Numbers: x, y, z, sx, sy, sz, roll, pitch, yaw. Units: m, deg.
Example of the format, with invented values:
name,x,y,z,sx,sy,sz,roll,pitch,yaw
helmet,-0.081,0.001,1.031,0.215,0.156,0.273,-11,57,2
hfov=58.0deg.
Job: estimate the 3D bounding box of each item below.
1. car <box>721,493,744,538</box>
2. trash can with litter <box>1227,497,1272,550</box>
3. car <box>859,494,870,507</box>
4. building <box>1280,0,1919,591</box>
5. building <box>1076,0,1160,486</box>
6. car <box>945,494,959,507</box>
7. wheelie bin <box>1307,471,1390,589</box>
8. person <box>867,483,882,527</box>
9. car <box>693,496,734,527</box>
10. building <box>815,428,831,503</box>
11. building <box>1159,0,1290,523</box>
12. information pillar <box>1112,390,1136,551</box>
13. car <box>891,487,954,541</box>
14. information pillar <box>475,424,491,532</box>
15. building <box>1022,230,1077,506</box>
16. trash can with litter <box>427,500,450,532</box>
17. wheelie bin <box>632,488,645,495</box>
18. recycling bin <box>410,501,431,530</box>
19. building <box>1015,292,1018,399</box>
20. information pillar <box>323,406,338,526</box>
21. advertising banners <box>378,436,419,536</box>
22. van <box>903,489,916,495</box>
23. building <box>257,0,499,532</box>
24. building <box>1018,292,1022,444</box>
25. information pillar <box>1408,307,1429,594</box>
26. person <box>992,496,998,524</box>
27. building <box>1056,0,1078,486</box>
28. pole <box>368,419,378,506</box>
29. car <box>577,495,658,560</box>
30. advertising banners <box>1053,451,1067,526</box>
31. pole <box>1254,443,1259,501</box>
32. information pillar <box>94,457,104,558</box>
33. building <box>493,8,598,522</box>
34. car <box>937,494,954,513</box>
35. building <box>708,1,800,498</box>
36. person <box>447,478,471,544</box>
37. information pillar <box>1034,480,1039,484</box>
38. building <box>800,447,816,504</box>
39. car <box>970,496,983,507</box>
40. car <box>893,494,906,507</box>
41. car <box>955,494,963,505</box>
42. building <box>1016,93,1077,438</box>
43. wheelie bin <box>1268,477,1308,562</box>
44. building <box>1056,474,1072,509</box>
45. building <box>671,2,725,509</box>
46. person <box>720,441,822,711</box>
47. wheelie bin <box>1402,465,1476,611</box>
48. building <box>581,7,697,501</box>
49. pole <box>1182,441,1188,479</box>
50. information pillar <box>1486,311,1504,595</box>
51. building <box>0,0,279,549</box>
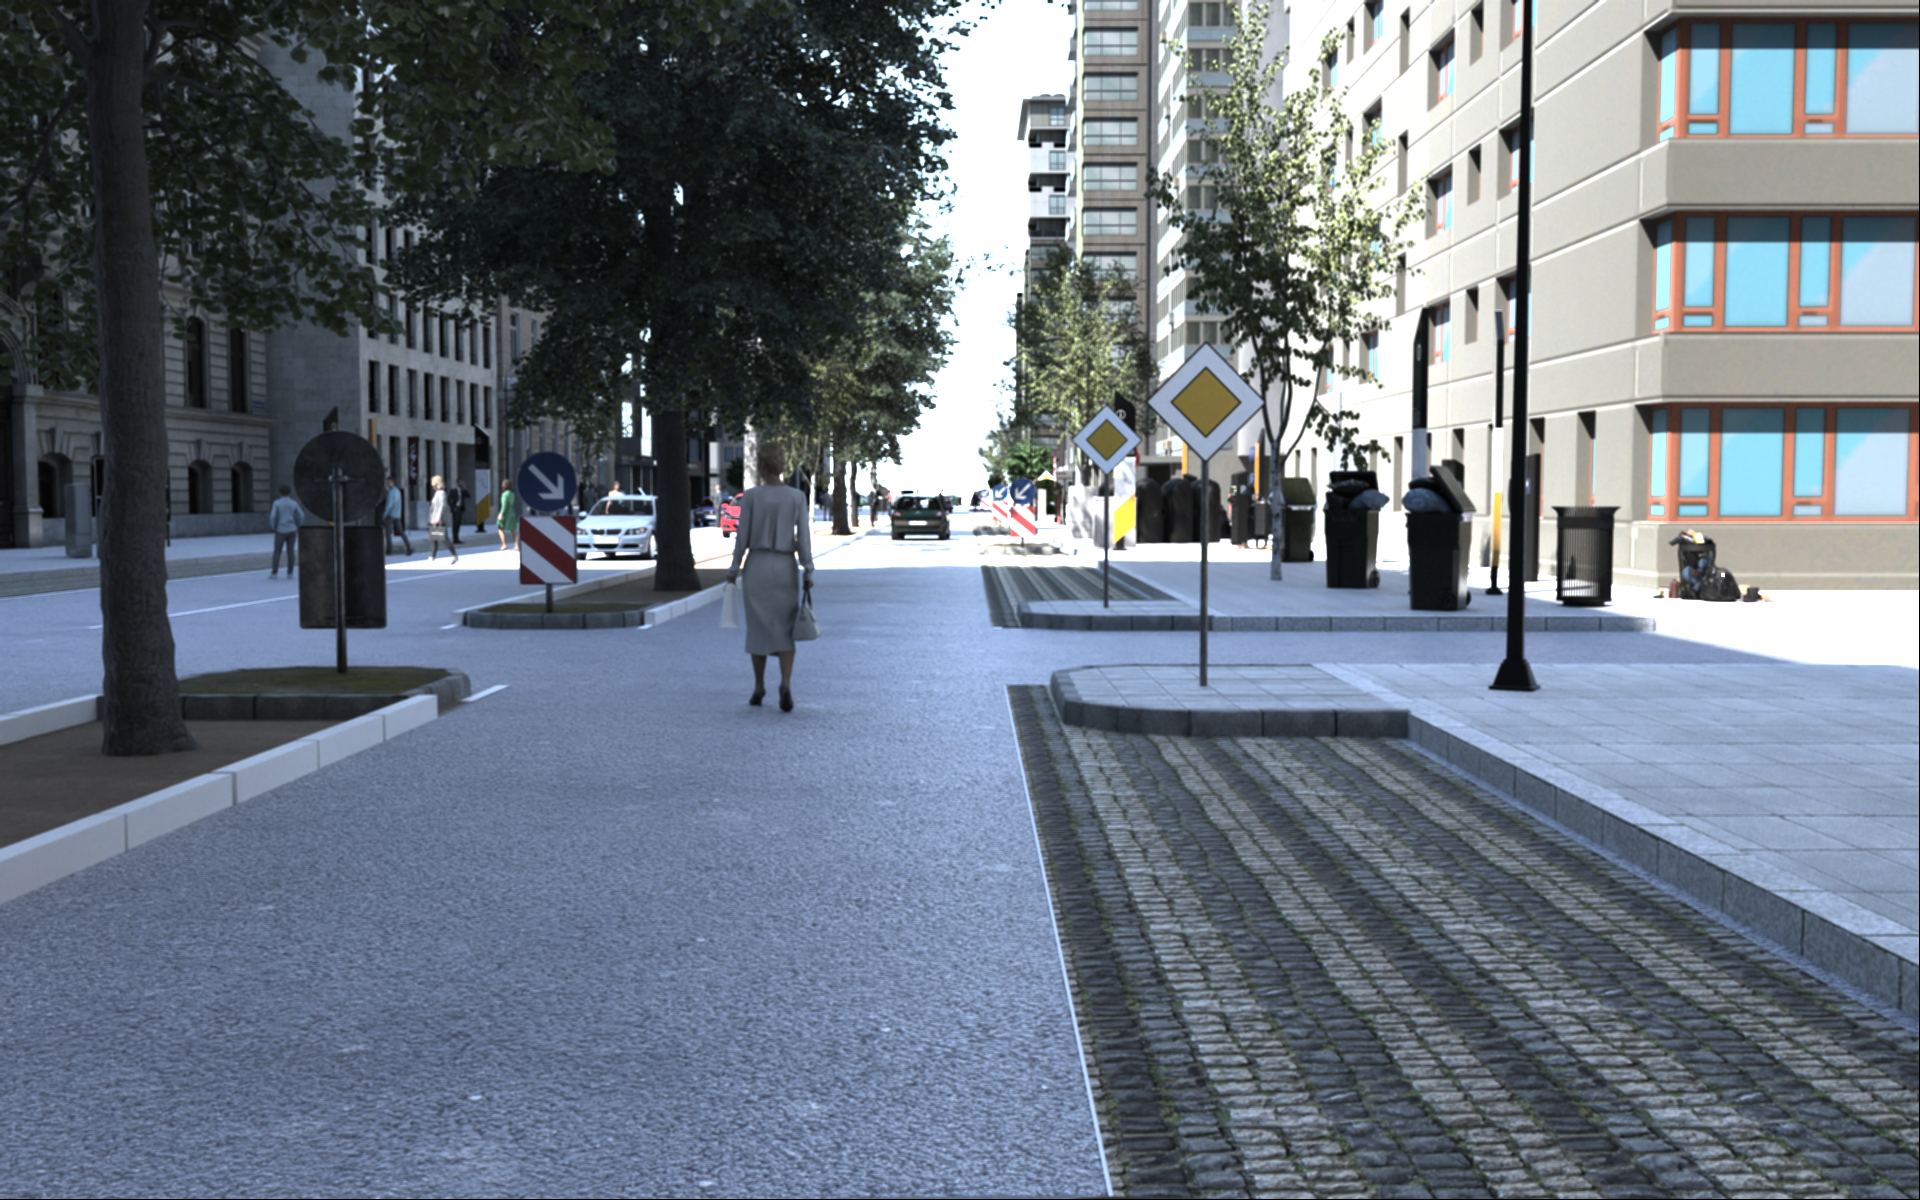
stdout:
name,x,y,z,sx,sy,sz,roll,pitch,yaw
car,-6.802,-2.979,57.746,2.155,1.783,4.494,0,4,2
trash can with litter,6.931,-1.779,40.151,1.678,1.210,2.233,-1,4,-14
car,-10.009,-10.775,187.967,2.131,1.459,4.920,0,4,1
building,23.689,-11.677,35.958,28.899,21.520,27.650,0,4,0
building,14.029,-25.797,105.368,14.154,41.232,14.086,0,4,0
car,-1.112,-11.487,199.612,2.131,1.459,4.920,0,4,-2
wheelie bin,5.383,-0.965,23.679,0.980,1.594,0.693,2,4,31
person,-3.690,-4.120,75.223,0.474,1.900,0.648,2,4,28
car,-10.784,-3.941,77.021,1.945,1.354,3.894,0,4,0
building,-25.715,-36.348,244.392,14.600,45.320,14.200,0,4,0
building,22.377,-23.872,82.184,32.217,40.220,23.993,0,4,0
information pillar,3.680,-2.905,38.856,0.504,3.616,0.183,0,4,3
car,-1.217,-2.741,54.598,2.009,1.686,4.222,0,4,2
information pillar,-15.939,-4.064,57.796,0.504,3.616,0.183,0,4,8
building,14.504,-25.648,191.045,14.160,30.474,14.107,0,4,0
trash can with litter,-17.654,-2.888,58.610,0.624,1.170,1.055,0,4,-4
wheelie bin,-16.237,-4.874,87.597,0.693,1.594,0.980,0,4,1
recycling bin,-19.136,-3.008,61.734,0.722,1.027,0.722,-3,4,-38
building,14.814,-29.076,247.088,14.160,30.474,14.107,0,4,0
information pillar,-16.644,-3.337,45.916,0.183,3.616,0.504,1,4,20
advertising banners,-17.202,-3.474,52.995,2.074,3.025,0.090,2,4,34
van,-6.755,-13.473,224.665,2.240,2.365,5.245,0,4,1
building,-25.002,-12.881,65.362,10.420,20.320,16.860,0,4,0
building,14.485,-26.509,205.127,14.160,30.474,14.107,0,4,0
information pillar,5.838,-1.875,22.009,0.183,3.616,0.504,0,4,2
person,1.708,-4.431,81.190,0.600,1.795,0.529,2,4,27
building,19.368,-31.054,127.344,23.786,49.044,30.456,0,4,0
pole,-15.960,-3.259,47.131,0.158,3.312,0.155,0,3,0
car,-7.454,-1.652,39.020,2.014,1.417,4.499,0,4,2
advertising banners,4.020,-4.511,69.940,0.090,3.025,2.074,-1,4,-11
pole,11.884,-4.621,69.396,0.158,3.312,0.155,0,3,0
information pillar,-17.128,-1.851,34.760,0.304,2.012,0.304,0,4,5
building,-25.953,-18.252,84.331,13.634,28.700,20.117,0,4,0
car,-1.463,-7.379,132.649,2.014,1.417,4.499,0,4,1
building,-29.971,-39.900,194.362,21.231,58.520,28.212,0,4,0
person,-14.399,-2.568,49.841,0.474,1.900,0.648,1,4,20
information pillar,3.925,-5.097,87.836,0.304,2.012,0.304,1,4,18
building,-25.731,-27.208,216.544,14.160,30.474,14.107,0,4,0
car,2.044,-11.440,196.829,2.009,1.686,4.222,0,4,2
car,-6.684,-11.351,195.380,2.009,1.686,4.222,0,4,-1
car,-0.693,-12.631,218.316,2.131,1.459,4.920,0,4,-1
building,21.992,-38.917,225.532,28.713,52.752,27.495,0,4,0
wheelie bin,6.259,-1.518,32.735,0.980,1.594,0.693,-1,4,-18
building,23.814,-28.346,155.344,32.217,40.220,23.993,0,4,0
building,-31.192,-29.671,139.743,22.147,44.769,28.867,0,4,0
person,-1.280,-0.163,11.516,0.694,1.780,0.624,0,4,2
wheelie bin,5.304,-0.693,19.237,0.693,1.594,0.980,2,4,30
building,-30.078,-29.994,110.003,23.786,49.044,30.456,0,4,0
pole,7.962,-4.127,61.313,0.158,3.312,0.155,0,3,0
information pillar,6.820,-1.874,21.992,0.183,3.616,0.504,1,4,13
building,-27.647,-13.447,38.935,14.460,24.649,34.723,0,4,0
